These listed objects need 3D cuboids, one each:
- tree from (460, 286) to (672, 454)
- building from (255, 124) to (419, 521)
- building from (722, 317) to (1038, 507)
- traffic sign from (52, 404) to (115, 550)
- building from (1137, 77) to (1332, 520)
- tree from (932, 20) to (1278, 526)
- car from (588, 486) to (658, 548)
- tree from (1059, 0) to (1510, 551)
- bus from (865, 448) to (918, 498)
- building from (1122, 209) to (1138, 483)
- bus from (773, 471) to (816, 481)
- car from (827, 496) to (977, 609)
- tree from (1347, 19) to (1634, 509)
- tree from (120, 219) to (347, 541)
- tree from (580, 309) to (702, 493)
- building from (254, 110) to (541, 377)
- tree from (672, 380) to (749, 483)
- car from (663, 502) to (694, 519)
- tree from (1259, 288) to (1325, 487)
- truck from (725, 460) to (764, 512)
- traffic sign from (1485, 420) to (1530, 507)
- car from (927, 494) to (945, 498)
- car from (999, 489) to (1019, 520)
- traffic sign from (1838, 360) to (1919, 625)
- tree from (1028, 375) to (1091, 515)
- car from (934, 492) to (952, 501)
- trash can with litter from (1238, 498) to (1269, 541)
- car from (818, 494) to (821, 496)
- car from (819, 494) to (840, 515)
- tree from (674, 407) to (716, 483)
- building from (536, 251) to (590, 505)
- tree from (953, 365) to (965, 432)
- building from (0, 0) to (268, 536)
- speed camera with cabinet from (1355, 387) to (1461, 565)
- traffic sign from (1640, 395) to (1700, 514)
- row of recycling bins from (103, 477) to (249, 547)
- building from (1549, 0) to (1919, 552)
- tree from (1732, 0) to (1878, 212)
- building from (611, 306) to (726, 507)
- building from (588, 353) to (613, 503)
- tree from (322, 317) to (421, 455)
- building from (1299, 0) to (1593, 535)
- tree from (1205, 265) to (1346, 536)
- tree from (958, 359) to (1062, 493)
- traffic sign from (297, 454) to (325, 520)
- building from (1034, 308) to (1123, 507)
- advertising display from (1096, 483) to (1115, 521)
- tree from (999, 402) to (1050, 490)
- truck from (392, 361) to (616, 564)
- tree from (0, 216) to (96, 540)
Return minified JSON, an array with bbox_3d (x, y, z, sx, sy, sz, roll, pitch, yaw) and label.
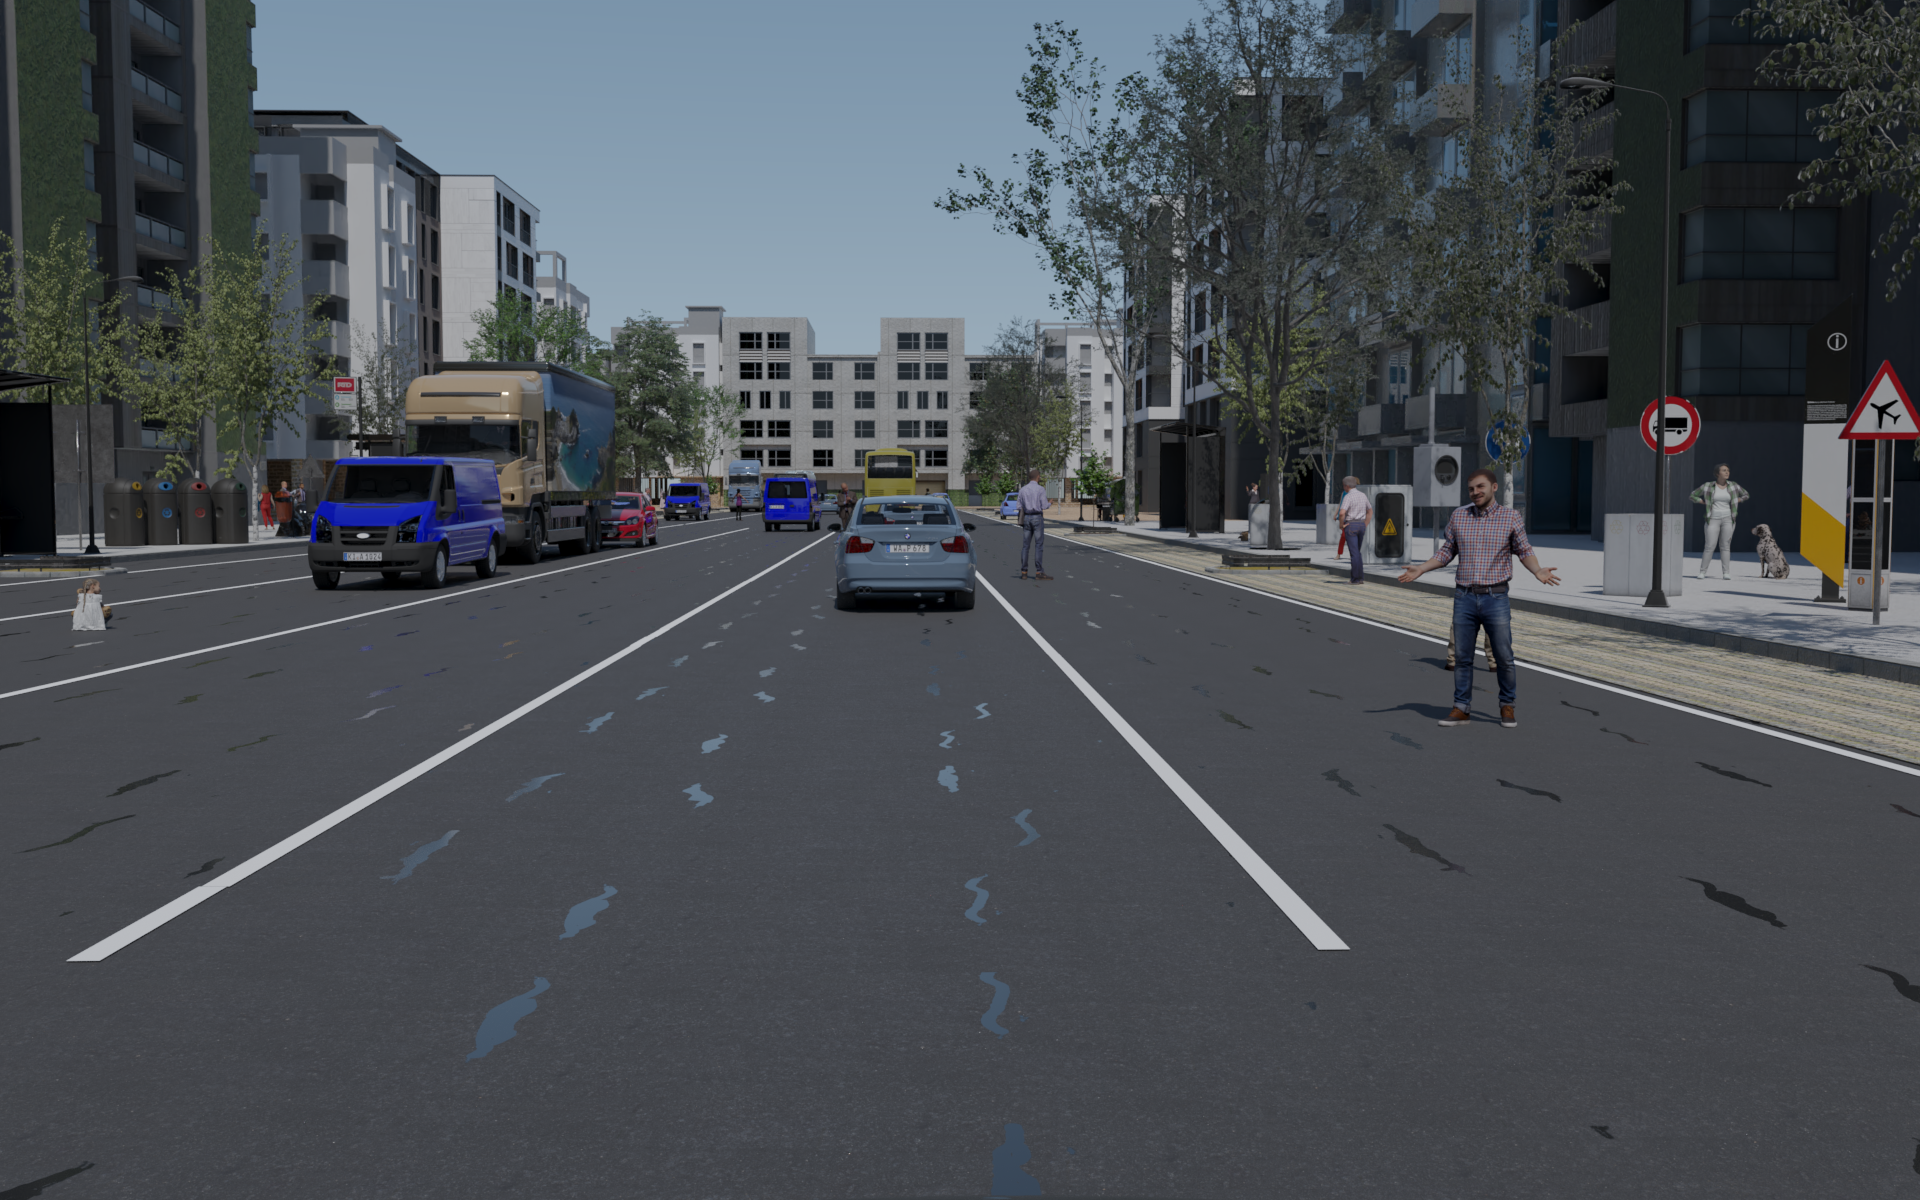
[{"bbox_3d":[-21.633,-9.906,87.720,9.928,11.665,9.643,0,3,0],"label":"tree"},{"bbox_3d":[-36.056,-14.090,86.795,16.016,20.091,11.380,0,4,-2],"label":"building"},{"bbox_3d":[-8.241,-19.296,181.942,31.486,18.905,16.747,0,4,-2],"label":"building"},{"bbox_3d":[-20.336,-2.781,39.344,2.265,3.308,0.079,0,4,1],"label":"traffic sign"},{"bbox_3d":[26.755,-15.777,101.924,27.936,21.610,32.646,0,4,-2],"label":"building"},{"bbox_3d":[5.716,-13.136,70.667,12.611,20.169,13.585,0,3,0],"label":"tree"},{"bbox_3d":[-9.378,-2.353,47.508,2.155,1.783,4.494,0,4,-3],"label":"car"},{"bbox_3d":[7.094,-7.895,39.447,12.009,13.543,11.850,0,3,0],"label":"tree"},{"bbox_3d":[-3.635,-6.134,91.838,2.896,3.916,12.252,0,4,-2],"label":"bus"},{"bbox_3d":[26.234,-17.782,134.716,27.936,21.610,32.646,0,4,-2],"label":"building"},{"bbox_3d":[-12.572,-8.393,132.084,2.948,3.499,13.247,0,4,-2],"label":"bus"},{"bbox_3d":[-0.754,-0.663,22.843,2.014,1.417,4.499,0,4,-3],"label":"car"},{"bbox_3d":[8.231,-4.658,26.529,4.360,8.622,3.978,0,3,0],"label":"tree"},{"bbox_3d":[-19.165,-5.925,47.238,4.737,8.622,4.395,0,3,0],"label":"tree"},{"bbox_3d":[-22.570,-13.109,120.985,9.857,13.997,8.962,0,3,0],"label":"tree"},{"bbox_3d":[-43.572,-16.178,108.478,27.936,21.610,32.646,0,4,-2],"label":"building"},{"bbox_3d":[-22.991,-14.108,156.426,9.928,11.665,9.643,0,3,0],"label":"tree"},{"bbox_3d":[-16.303,-5.437,101.468,1.945,1.354,3.894,0,4,-1],"label":"car"},{"bbox_3d":[12.600,-6.689,59.728,4.360,8.622,3.978,0,3,0],"label":"tree"},{"bbox_3d":[-17.354,-9.411,143.630,2.967,4.110,18.799,0,4,-3],"label":"truck"},{"bbox_3d":[9.362,-1.810,29.694,0.768,2.556,0.104,0,4,1],"label":"traffic sign"},{"bbox_3d":[-1.794,-6.979,126.108,2.014,1.417,4.499,0,4,-2],"label":"car"},{"bbox_3d":[3.134,-5.325,96.660,1.945,1.707,3.694,0,4,-2],"label":"car"},{"bbox_3d":[8.982,-1.034,16.905,0.884,2.594,0.081,0,3,0],"label":"traffic sign"},{"bbox_3d":[6.168,-9.609,107.472,4.737,8.622,4.395,0,3,0],"label":"tree"},{"bbox_3d":[-1.583,-7.684,135.216,1.945,1.707,3.694,0,4,-4],"label":"car"},{"bbox_3d":[7.983,-2.175,46.942,0.624,1.170,1.055,-3,5,-40],"label":"trash can with litter"},{"bbox_3d":[-12.702,-8.724,152.427,2.009,1.686,4.222,0,4,-2],"label":"car"},{"bbox_3d":[-9.331,-6.744,122.269,2.014,1.417,4.499,0,4,-3],"label":"car"},{"bbox_3d":[-22.854,-12.044,147.286,4.737,8.622,4.395,0,3,0],"label":"tree"},{"bbox_3d":[-36.714,-17.422,141.276,11.380,20.091,16.016,0,4,-2],"label":"building"},{"bbox_3d":[4.612,-12.717,118.298,12.009,13.543,11.850,0,3,0],"label":"tree"},{"bbox_3d":[-35.313,-23.211,63.102,14.154,41.232,14.086,0,4,-2],"label":"building"},{"bbox_3d":[8.193,-2.290,31.778,2.038,3.252,0.660,-1,4,-23],"label":"speed camera with cabinet"},{"bbox_3d":[9.175,-1.368,22.468,0.768,2.556,0.104,0,4,2],"label":"traffic sign"},{"bbox_3d":[-19.712,-2.230,43.581,1.069,1.692,3.534,3,5,39],"label":"row of recycling bins"},{"bbox_3d":[22.865,-16.667,44.208,14.160,30.474,14.107,0,4,-2],"label":"building"},{"bbox_3d":[8.053,-3.832,13.014,4.360,8.622,3.978,0,3,0],"label":"tree"},{"bbox_3d":[-29.758,-19.814,180.382,11.380,20.091,16.016,0,4,-2],"label":"building"},{"bbox_3d":[-51.183,-19.166,179.818,31.486,18.905,16.747,0,4,-2],"label":"building"},{"bbox_3d":[-23.917,-7.392,71.216,4.360,8.622,3.978,0,3,0],"label":"tree"},{"bbox_3d":[26.978,-27.331,66.464,23.786,49.044,30.456,0,4,-2],"label":"building"},{"bbox_3d":[9.666,-6.299,53.346,4.737,8.622,4.395,0,3,0],"label":"tree"},{"bbox_3d":[4.300,-14.102,147.577,9.611,12.733,9.660,0,3,0],"label":"tree"},{"bbox_3d":[-20.837,-3.401,55.607,0.884,2.594,0.081,0,4,-2],"label":"traffic sign"},{"bbox_3d":[13.807,-19.926,182.203,11.380,20.091,16.016,0,4,-2],"label":"building"},{"bbox_3d":[6.891,-4.673,81.622,0.974,1.923,0.123,2,4,29],"label":"advertising display"},{"bbox_3d":[4.664,-11.041,130.890,4.360,8.622,3.978,0,3,0],"label":"tree"},{"bbox_3d":[-9.926,-3.058,38.911,2.839,4.237,11.283,0,4,-1],"label":"truck"},{"bbox_3d":[-24.473,-5.899,46.808,4.737,8.622,4.395,0,3,0],"label":"tree"}]
